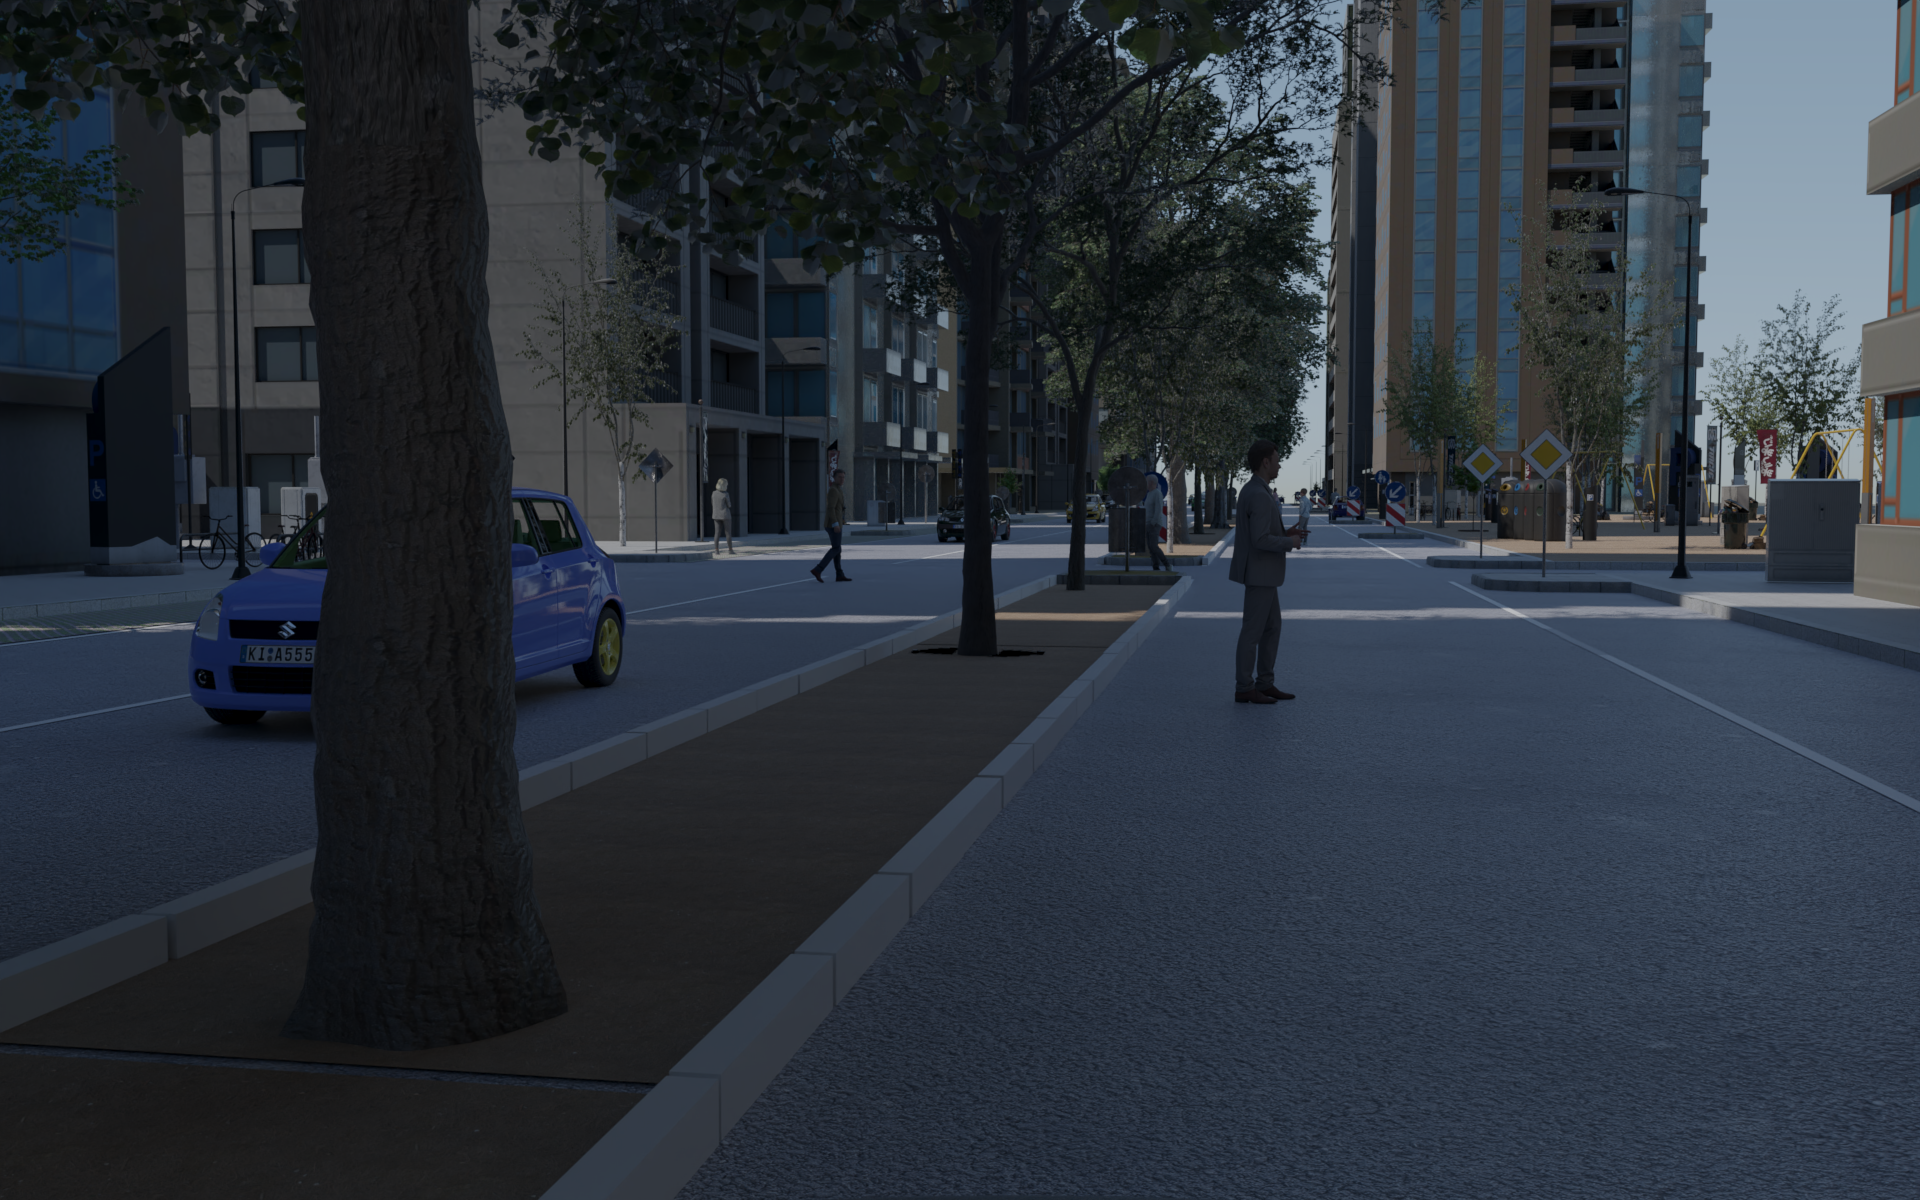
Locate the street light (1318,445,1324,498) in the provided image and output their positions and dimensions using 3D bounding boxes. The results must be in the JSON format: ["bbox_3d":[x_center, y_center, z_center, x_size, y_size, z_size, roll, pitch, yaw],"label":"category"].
[{"bbox_3d":[35.209,-11.800,165.468,1.470,5.913,1.316,1,4,10],"label":"street light"}]

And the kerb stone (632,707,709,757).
[{"bbox_3d":[-1.655,0.756,9.832,0.120,0.150,1.000,1,4,10],"label":"kerb stone"}]

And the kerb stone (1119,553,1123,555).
[{"bbox_3d":[3.478,-1.004,38.607,0.120,0.150,1.000,1,4,10],"label":"kerb stone"}]

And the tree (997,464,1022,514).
[{"bbox_3d":[3.254,-7.059,110.022,1.663,3.219,1.824,0,3,0],"label":"tree"}]

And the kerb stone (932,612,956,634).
[{"bbox_3d":[-0.219,0.263,17.900,0.120,0.150,1.000,1,4,10],"label":"kerb stone"}]

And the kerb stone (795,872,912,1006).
[{"bbox_3d":[-0.318,1.031,5.345,0.120,0.150,1.000,1,4,10],"label":"kerb stone"}]

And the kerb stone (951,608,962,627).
[{"bbox_3d":[-0.034,0.201,18.909,0.120,0.150,1.000,1,4,10],"label":"kerb stone"}]

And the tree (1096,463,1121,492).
[{"bbox_3d":[17.205,-12.430,186.939,4.285,4.588,4.351,0,3,0],"label":"tree"}]

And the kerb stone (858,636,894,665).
[{"bbox_3d":[-0.750,0.452,14.875,0.120,0.150,1.000,1,4,10],"label":"kerb stone"}]

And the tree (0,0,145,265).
[{"bbox_3d":[-12.228,-5.637,17.913,9.928,11.665,9.643,0,3,0],"label":"tree"}]

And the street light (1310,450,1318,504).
[{"bbox_3d":[40.080,-13.476,192.866,1.470,5.913,1.316,1,4,10],"label":"street light"}]

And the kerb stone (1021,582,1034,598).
[{"bbox_3d":[0.864,-0.108,23.969,0.120,0.150,1.000,1,4,10],"label":"kerb stone"}]

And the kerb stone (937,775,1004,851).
[{"bbox_3d":[0.042,0.912,7.377,0.120,0.150,1.000,1,4,10],"label":"kerb stone"}]

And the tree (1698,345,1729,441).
[{"bbox_3d":[36.468,-7.956,80.441,4.737,8.622,4.395,0,3,0],"label":"tree"}]

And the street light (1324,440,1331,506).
[{"bbox_3d":[32.202,-10.752,148.333,1.470,5.913,1.316,1,4,10],"label":"street light"}]

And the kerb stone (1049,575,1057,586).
[{"bbox_3d":[1.406,-0.293,26.987,0.120,0.150,1.000,1,4,10],"label":"kerb stone"}]

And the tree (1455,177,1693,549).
[{"bbox_3d":[14.361,-5.496,40.227,4.360,8.622,3.978,0,3,0],"label":"tree"}]

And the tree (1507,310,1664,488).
[{"bbox_3d":[25.119,-7.218,68.379,4.737,8.622,4.395,0,3,0],"label":"tree"}]

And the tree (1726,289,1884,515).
[{"bbox_3d":[30.783,-6.887,62.970,4.737,8.622,4.395,0,3,0],"label":"tree"}]

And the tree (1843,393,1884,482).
[{"bbox_3d":[45.797,-8.229,84.899,4.360,8.622,3.978,0,3,0],"label":"tree"}]

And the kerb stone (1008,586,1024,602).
[{"bbox_3d":[0.684,-0.047,22.962,0.120,0.150,1.000,1,4,10],"label":"kerb stone"}]

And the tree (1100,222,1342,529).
[{"bbox_3d":[10.706,-9.267,70.980,9.611,12.733,9.660,0,3,0],"label":"tree"}]

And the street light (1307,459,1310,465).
[{"bbox_3d":[43.303,-14.571,210.783,1.470,5.913,1.316,1,4,10],"label":"street light"}]

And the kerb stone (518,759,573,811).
[{"bbox_3d":[-2.013,0.879,7.816,0.120,0.150,1.000,1,4,10],"label":"kerb stone"}]

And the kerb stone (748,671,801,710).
[{"bbox_3d":[-1.300,0.633,11.848,0.120,0.150,1.000,1,4,10],"label":"kerb stone"}]

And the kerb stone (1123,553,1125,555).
[{"bbox_3d":[3.651,-1.062,39.615,0.120,0.150,1.000,1,4,10],"label":"kerb stone"}]

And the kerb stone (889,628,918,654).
[{"bbox_3d":[-0.568,0.392,15.885,0.120,0.150,1.000,1,4,10],"label":"kerb stone"}]

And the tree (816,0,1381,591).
[{"bbox_3d":[1.631,-5.391,25.007,8.767,10.594,7.601,1,4,10],"label":"tree"}]

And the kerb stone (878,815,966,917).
[{"bbox_3d":[-0.133,0.968,6.370,0.120,0.150,1.000,1,4,10],"label":"kerb stone"}]

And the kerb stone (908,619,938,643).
[{"bbox_3d":[-0.391,0.324,16.892,0.120,0.150,1.000,1,4,10],"label":"kerb stone"}]

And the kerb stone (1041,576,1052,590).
[{"bbox_3d":[1.215,-0.228,25.983,0.120,0.150,1.000,1,4,10],"label":"kerb stone"}]

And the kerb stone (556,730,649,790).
[{"bbox_3d":[-1.833,0.821,8.823,0.120,0.150,1.000,1,4,10],"label":"kerb stone"}]

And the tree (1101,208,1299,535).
[{"bbox_3d":[8.360,-8.127,61.087,9.928,11.665,9.643,0,3,0],"label":"tree"}]

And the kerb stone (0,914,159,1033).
[{"bbox_3d":[-2.557,1.065,4.787,0.120,0.150,1.000,1,4,10],"label":"kerb stone"}]

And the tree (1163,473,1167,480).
[{"bbox_3d":[31.562,-17.490,269.679,4.285,4.588,4.351,0,3,0],"label":"tree"}]

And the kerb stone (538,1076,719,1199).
[{"bbox_3d":[-0.677,1.156,3.327,0.120,0.150,1.000,1,4,10],"label":"kerb stone"}]

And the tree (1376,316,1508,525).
[{"bbox_3d":[19.291,-7.356,70.634,4.737,8.622,4.395,0,3,0],"label":"tree"}]

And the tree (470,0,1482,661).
[{"bbox_3d":[0.152,-6.258,15.138,12.009,13.543,11.850,0,3,0],"label":"tree"}]

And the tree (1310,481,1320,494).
[{"bbox_3d":[49.065,-14.952,239.065,1.663,3.219,1.824,0,3,0],"label":"tree"}]

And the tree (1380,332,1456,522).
[{"bbox_3d":[20.840,-7.803,77.941,4.360,8.622,3.978,0,3,0],"label":"tree"}]

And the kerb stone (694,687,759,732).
[{"bbox_3d":[-1.475,0.695,10.839,0.120,0.150,1.000,1,4,10],"label":"kerb stone"}]

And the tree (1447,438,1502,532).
[{"bbox_3d":[17.498,-3.963,59.402,1.663,3.219,1.824,0,3,0],"label":"tree"}]

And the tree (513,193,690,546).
[{"bbox_3d":[-8.397,-5.606,42.013,4.360,8.622,3.978,0,3,0],"label":"tree"}]

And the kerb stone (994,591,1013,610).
[{"bbox_3d":[0.508,0.015,21.952,0.120,0.150,1.000,1,4,10],"label":"kerb stone"}]

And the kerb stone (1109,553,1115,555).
[{"bbox_3d":[3.116,-0.878,36.596,0.120,0.150,1.000,1,4,10],"label":"kerb stone"}]

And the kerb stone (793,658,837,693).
[{"bbox_3d":[-1.113,0.574,12.856,0.120,0.150,1.000,1,4,10],"label":"kerb stone"}]

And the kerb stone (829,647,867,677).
[{"bbox_3d":[-0.939,0.517,13.867,0.120,0.150,1.000,1,4,10],"label":"kerb stone"}]

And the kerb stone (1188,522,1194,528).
[{"bbox_3d":[10.308,-3.347,76.966,0.120,0.150,1.000,1,4,10],"label":"kerb stone"}]

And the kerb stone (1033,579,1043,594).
[{"bbox_3d":[1.042,-0.167,24.976,0.120,0.150,1.000,1,4,10],"label":"kerb stone"}]

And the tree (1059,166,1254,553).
[{"bbox_3d":[4.170,-5.149,36.998,4.360,8.622,3.978,0,3,0],"label":"tree"}]

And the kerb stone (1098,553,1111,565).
[{"bbox_3d":[2.939,-0.819,35.589,0.120,0.150,1.000,1,4,10],"label":"kerb stone"}]

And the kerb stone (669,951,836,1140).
[{"bbox_3d":[-0.500,1.093,4.334,0.120,0.150,1.000,1,4,10],"label":"kerb stone"}]

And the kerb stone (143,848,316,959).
[{"bbox_3d":[-2.366,1.004,5.798,0.120,0.150,1.000,1,4,10],"label":"kerb stone"}]

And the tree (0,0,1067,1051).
[{"bbox_3d":[-1.444,-5.817,4.222,9.857,13.997,8.962,0,3,0],"label":"tree"}]

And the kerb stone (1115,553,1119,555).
[{"bbox_3d":[3.284,-0.942,37.604,0.120,0.150,1.000,1,4,10],"label":"kerb stone"}]
